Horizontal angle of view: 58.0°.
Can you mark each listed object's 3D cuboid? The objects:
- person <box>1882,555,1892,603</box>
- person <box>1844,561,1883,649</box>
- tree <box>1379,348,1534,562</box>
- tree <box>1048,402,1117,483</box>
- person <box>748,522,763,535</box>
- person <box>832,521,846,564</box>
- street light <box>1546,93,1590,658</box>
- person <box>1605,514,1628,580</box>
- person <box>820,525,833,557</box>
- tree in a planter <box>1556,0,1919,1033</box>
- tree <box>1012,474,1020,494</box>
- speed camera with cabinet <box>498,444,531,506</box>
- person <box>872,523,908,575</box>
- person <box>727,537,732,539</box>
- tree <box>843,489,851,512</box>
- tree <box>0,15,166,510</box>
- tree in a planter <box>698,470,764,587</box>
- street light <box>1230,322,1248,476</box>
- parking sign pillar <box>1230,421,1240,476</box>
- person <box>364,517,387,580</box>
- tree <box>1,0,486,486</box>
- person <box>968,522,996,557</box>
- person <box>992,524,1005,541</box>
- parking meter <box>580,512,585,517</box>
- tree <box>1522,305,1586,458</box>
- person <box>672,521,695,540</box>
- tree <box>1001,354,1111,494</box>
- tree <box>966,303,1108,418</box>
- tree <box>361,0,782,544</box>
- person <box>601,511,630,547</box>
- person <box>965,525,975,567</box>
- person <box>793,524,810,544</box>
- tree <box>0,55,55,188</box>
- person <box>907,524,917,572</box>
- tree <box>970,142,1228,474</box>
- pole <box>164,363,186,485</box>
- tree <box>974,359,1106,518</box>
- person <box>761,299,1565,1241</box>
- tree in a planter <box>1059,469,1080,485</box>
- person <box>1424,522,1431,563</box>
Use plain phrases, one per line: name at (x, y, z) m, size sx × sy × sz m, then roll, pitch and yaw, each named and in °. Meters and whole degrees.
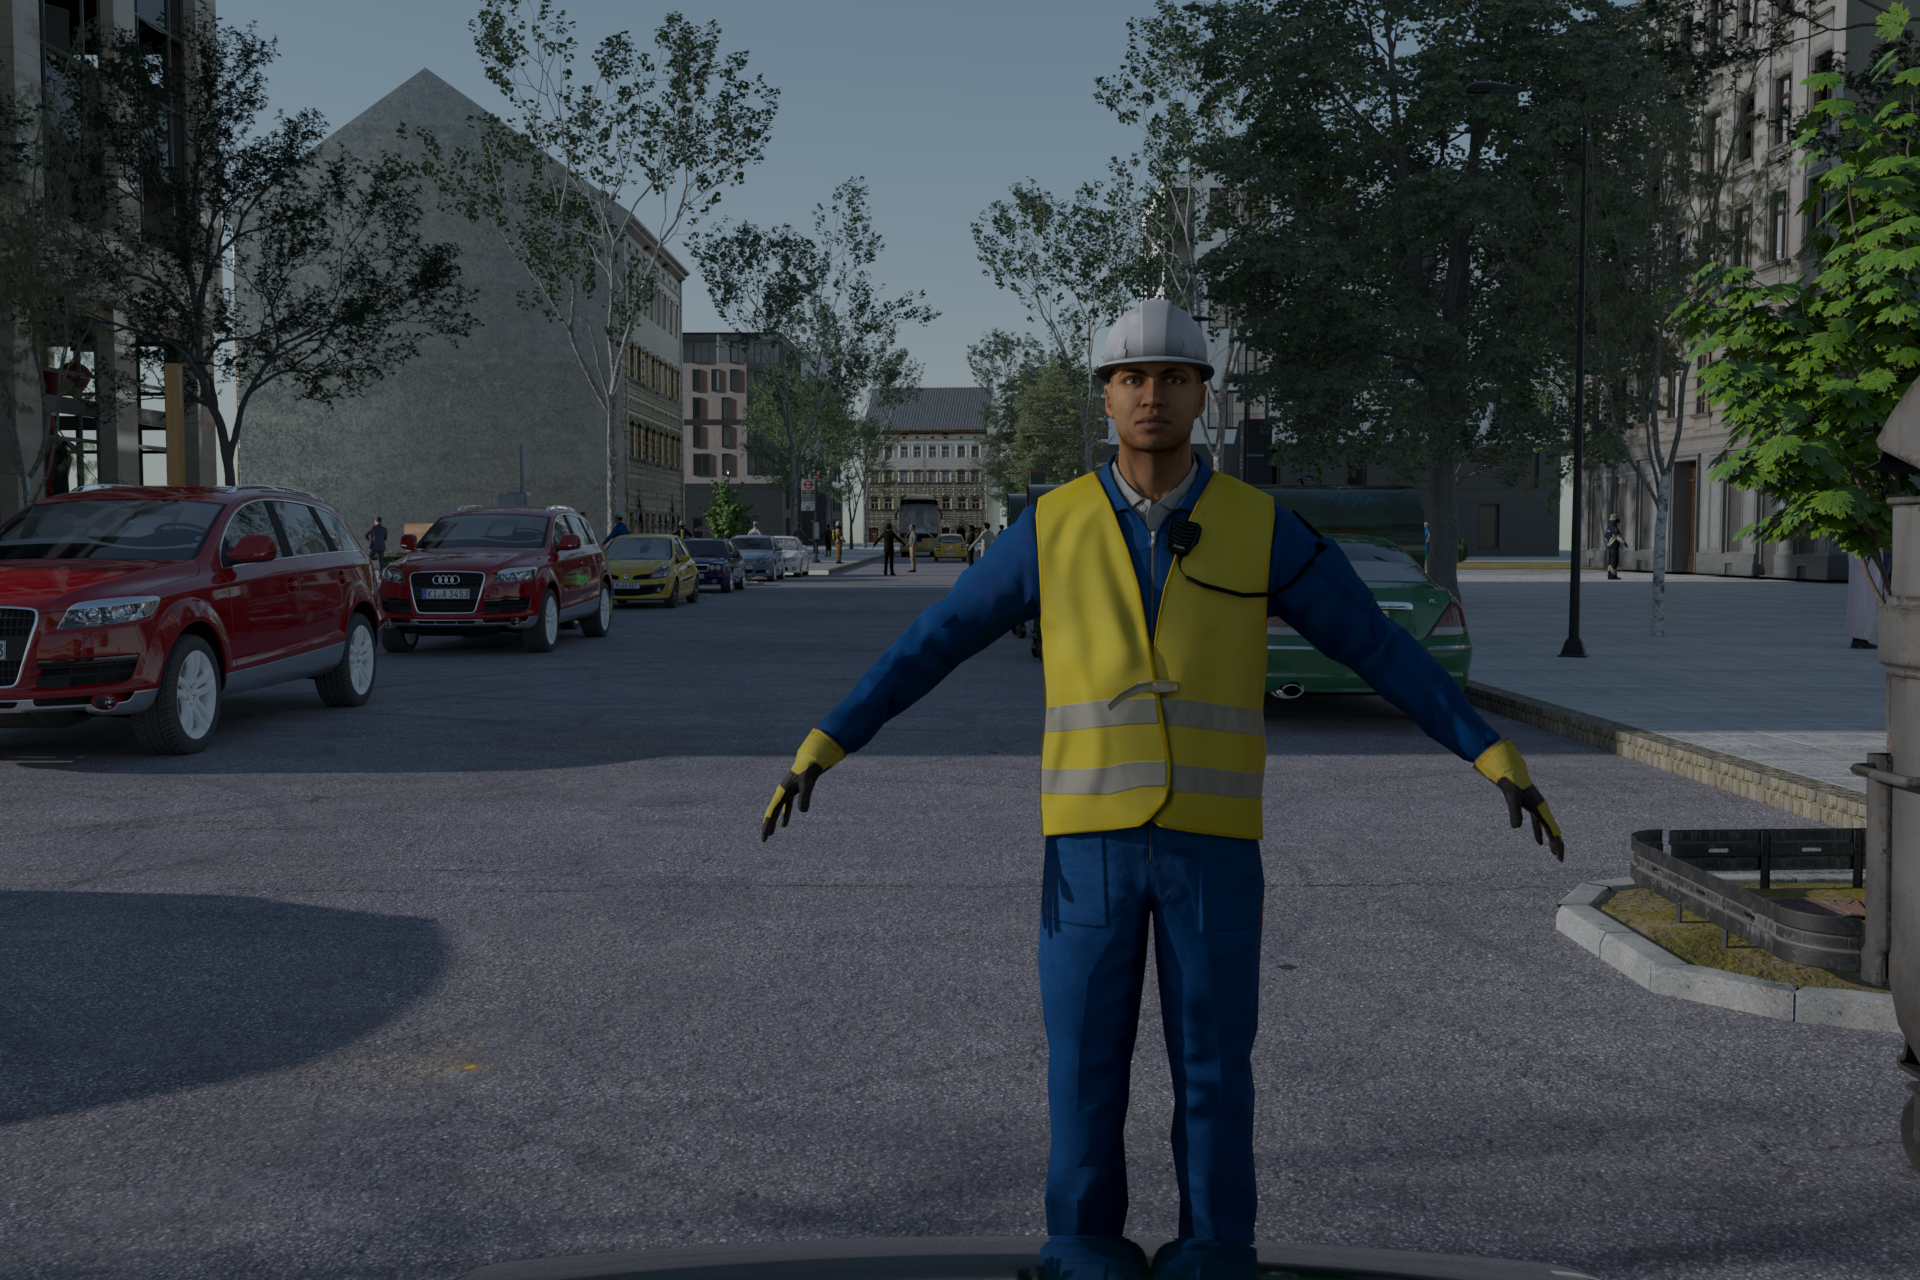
person at (17.209, -1.583, 31.799) m, size 0.709 × 1.838 × 0.599 m, roll -3°, pitch 5°, yaw -43°
person at (10.200, -0.778, 19.428) m, size 0.621 × 1.740 × 0.551 m, roll -2°, pitch 4°, yaw -33°
tree at (22.234, -8.793, 78.184) m, size 7.601 × 10.594 × 8.767 m, roll 1°, pitch 4°, yaw 21°
tree at (6.260, -8.942, 96.556) m, size 4.360 × 8.622 × 3.978 m, roll 0°, pitch 3°, yaw 0°
person at (-8.934, -4.285, 75.911) m, size 1.347 × 1.847 × 0.705 m, roll 3°, pitch 4°, yaw 36°
person at (-5.189, -4.216, 74.707) m, size 0.705 × 1.858 × 1.354 m, roll -1°, pitch 4°, yaw -17°
street light at (6.961, -2.776, 17.933) m, size 1.470 × 5.913 × 1.316 m, roll 0°, pitch 4°, yaw 0°
person at (18.391, -2.616, 48.639) m, size 0.704 × 1.845 × 1.351 m, roll 0°, pitch 4°, yaw -1°
person at (-7.509, -5.647, 98.473) m, size 1.346 × 1.812 × 0.704 m, roll -3°, pitch 5°, yaw -43°
tree in a planter at (3.154, -0.525, 5.801) m, size 1.991 × 3.239 × 1.994 m, roll 0°, pitch 3°, yaw 0°
tree at (5.436, -12.558, 155.681) m, size 4.360 × 8.622 × 3.978 m, roll 0°, pitch 3°, yaw 0°
speed camera with cabinet at (-9.780, -2.717, 38.752) m, size 0.660 × 3.252 × 2.038 m, roll 0°, pitch 4°, yaw 1°
person at (-2.449, -3.142, 60.009) m, size 1.347 × 1.806 × 0.705 m, roll 1°, pitch 4°, yaw 20°
person at (-12.482, -5.370, 94.016) m, size 0.704 × 1.802 × 1.346 m, roll -1°, pitch 4°, yaw -9°
tree at (-21.313, -21.309, 258.778) m, size 12.009 × 13.543 × 11.850 m, roll 0°, pitch 3°, yaw 0°
tree at (-12.427, -4.456, 23.217) m, size 4.360 × 8.622 × 3.978 m, roll 0°, pitch 3°, yaw 0°
tree in a planter at (-6.498, -3.111, 48.088) m, size 1.991 × 3.239 × 1.994 m, roll 0°, pitch 4°, yaw 0°
street light at (6.640, -3.943, 37.006) m, size 1.470 × 5.913 × 1.316 m, roll 0°, pitch 4°, yaw 0°
parking sign pillar at (6.822, -3.265, 41.858) m, size 1.447 × 3.967 × 1.447 m, roll 0°, pitch 4°, yaw 0°
person at (-16.394, -2.567, 48.456) m, size 0.568 × 1.767 × 0.683 m, roll 3°, pitch 5°, yaw 44°
tree at (-12.496, -5.837, 29.853) m, size 8.767 × 10.594 × 7.601 m, roll -1°, pitch 4°, yaw -16°
person at (0.836, -2.867, 55.518) m, size 1.347 × 1.806 × 0.705 m, roll -3°, pitch 5°, yaw -41°
person at (2.322, -5.626, 98.135) m, size 0.704 × 1.843 × 1.345 m, roll 3°, pitch 5°, yaw 39°
parking meter at (-10.039, -2.431, 45.463) m, size 0.399 × 1.863 × 0.255 m, roll 0°, pitch 4°, yaw 1°
tree at (25.656, -8.697, 67.953) m, size 9.928 × 11.665 × 9.643 m, roll 0°, pitch 3°, yaw 0°
person at (-12.048, -4.236, 75.044) m, size 1.354 × 1.856 × 0.705 m, roll -1°, pitch 4°, yaw -15°
tree at (6.202, -11.719, 109.730) m, size 7.486 × 12.596 × 7.792 m, roll 0°, pitch 3°, yaw 0°
tree at (7.150, -17.447, 141.154) m, size 12.611 × 20.169 × 13.585 m, roll 0°, pitch 3°, yaw 0°
tree at (-13.343, -12.434, 59.185) m, size 12.611 × 20.169 × 13.585 m, roll 0°, pitch 3°, yaw 0°
person at (-8.438, -2.256, 42.764) m, size 0.705 × 1.842 × 1.347 m, roll 1°, pitch 4°, yaw 22°
person at (0.301, -3.043, 58.924) m, size 0.721 × 1.740 × 1.216 m, roll 0°, pitch 4°, yaw 6°
person at (-8.206, -5.049, 88.822) m, size 1.348 × 1.796 × 0.705 m, roll 3°, pitch 5°, yaw 41°
tree at (-12.247, -4.903, 14.575) m, size 7.601 × 10.594 × 8.767 m, roll 3°, pitch 5°, yaw 39°
person at (-1.792, -3.432, 64.834) m, size 0.705 × 1.796 × 1.348 m, roll -1°, pitch 4°, yaw -11°
tree at (7.584, -13.882, 82.852) m, size 12.611 × 20.169 × 13.585 m, roll 0°, pitch 3°, yaw 0°
pole at (-9.407, -1.650, 20.814) m, size 0.158 × 3.312 × 0.155 m, roll 0°, pitch 3°, yaw 0°
tree at (5.986, -13.268, 123.586) m, size 9.857 × 13.997 × 8.962 m, roll 0°, pitch 3°, yaw 0°
person at (0.333, 0.331, 3.011) m, size 1.349 × 1.833 × 0.705 m, roll 0°, pitch 4°, yaw 8°
tree in a planter at (3.194, -3.050, 47.088) m, size 1.991 × 3.239 × 1.994 m, roll 0°, pitch 4°, yaw -1°
person at (21.019, -4.405, 78.145) m, size 0.704 × 1.817 × 1.347 m, roll 0°, pitch 4°, yaw 2°
